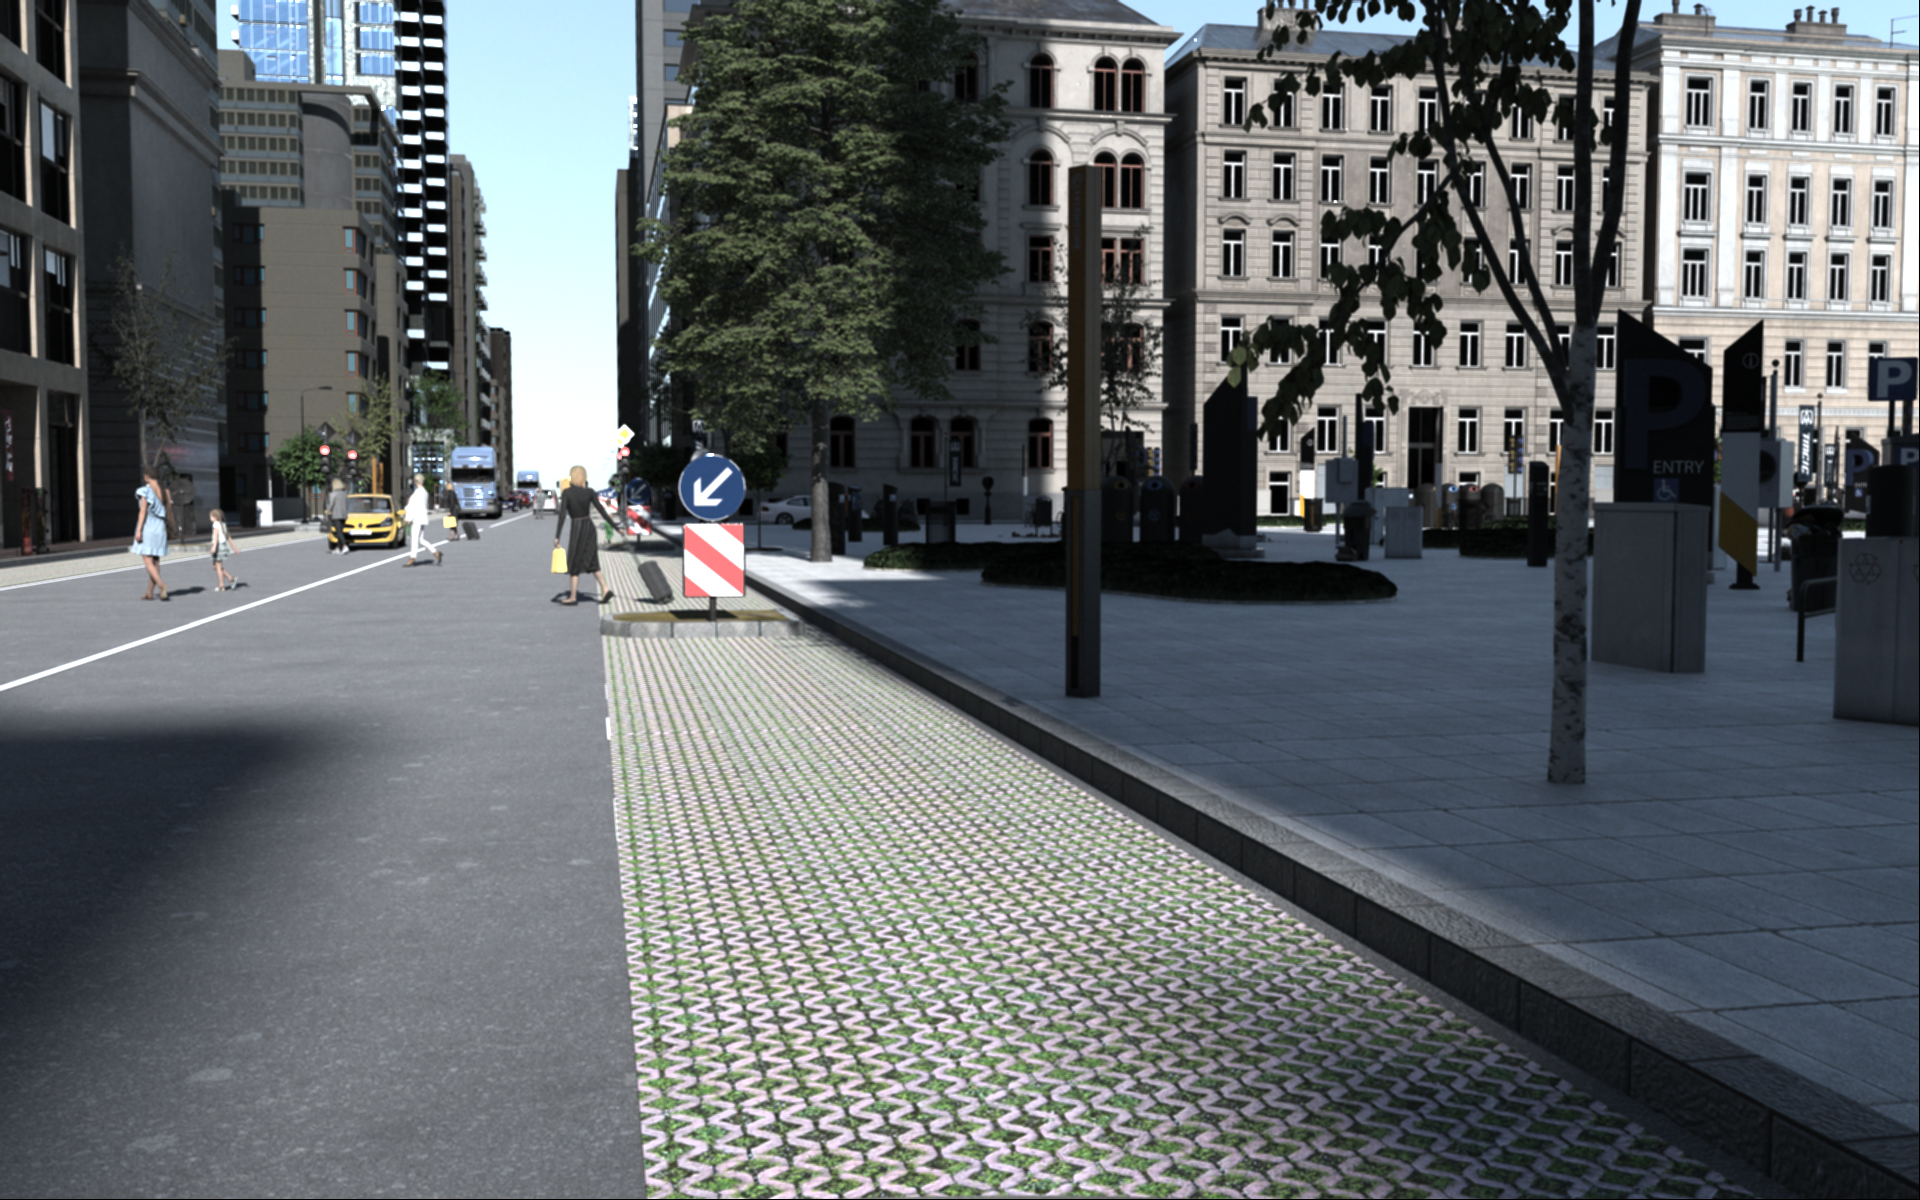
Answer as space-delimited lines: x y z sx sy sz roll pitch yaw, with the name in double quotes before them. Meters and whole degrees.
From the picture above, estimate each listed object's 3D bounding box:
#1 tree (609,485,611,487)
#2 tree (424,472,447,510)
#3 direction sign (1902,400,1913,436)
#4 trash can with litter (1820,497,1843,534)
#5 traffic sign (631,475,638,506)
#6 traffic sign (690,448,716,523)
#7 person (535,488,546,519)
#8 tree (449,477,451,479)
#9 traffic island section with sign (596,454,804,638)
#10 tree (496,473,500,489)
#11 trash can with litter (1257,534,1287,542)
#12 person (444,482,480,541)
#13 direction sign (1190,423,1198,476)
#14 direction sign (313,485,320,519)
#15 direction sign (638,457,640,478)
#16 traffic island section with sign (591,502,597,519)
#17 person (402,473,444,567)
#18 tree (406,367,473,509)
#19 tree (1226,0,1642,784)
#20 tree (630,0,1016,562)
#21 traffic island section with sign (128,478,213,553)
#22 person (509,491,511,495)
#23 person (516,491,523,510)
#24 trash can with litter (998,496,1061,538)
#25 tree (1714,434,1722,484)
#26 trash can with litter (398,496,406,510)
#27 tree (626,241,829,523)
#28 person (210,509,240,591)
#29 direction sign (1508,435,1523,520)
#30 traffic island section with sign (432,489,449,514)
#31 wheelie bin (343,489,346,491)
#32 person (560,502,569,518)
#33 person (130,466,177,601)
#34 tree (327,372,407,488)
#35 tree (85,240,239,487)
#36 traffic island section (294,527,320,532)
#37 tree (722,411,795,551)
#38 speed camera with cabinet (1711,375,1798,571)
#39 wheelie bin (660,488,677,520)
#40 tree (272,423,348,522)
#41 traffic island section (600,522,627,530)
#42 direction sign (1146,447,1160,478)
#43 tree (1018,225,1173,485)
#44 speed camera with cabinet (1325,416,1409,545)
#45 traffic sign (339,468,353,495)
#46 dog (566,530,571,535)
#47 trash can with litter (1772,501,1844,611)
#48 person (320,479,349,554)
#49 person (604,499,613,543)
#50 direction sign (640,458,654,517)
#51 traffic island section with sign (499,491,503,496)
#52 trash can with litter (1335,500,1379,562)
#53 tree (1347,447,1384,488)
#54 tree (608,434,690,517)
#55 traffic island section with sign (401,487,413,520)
"tree" -58.636 -18.233 292.717 1.663 3.219 1.824 0 3 0
"tree" -42.389 -8.776 138.088 1.663 3.219 1.824 0 3 0
"direction sign" 19.374 -2.659 35.475 0.379 3.537 0.876 1 4 19
"trash can with litter" 20.144 -1.736 39.444 1.678 1.210 2.233 -2 4 -33
"traffic sign" -21.742 -7.120 116.510 0.768 2.556 0.104 -1 4 -11
"traffic sign" -7.072 -2.927 47.956 0.768 2.556 0.104 0 4 -4
"person" -24.395 -5.627 100.603 0.635 1.810 0.391 -1 4 -13
"tree" -46.926 -10.190 161.203 1.663 3.219 1.824 0 3 0
"traffic island section with sign" -2.736 -0.577 18.063 1.989 1.847 2.006 -1 4 -12
"tree" -60.835 -14.647 223.196 4.285 4.588 4.351 0 3 0
"trash can with litter" 8.052 -2.384 50.042 2.233 1.210 1.678 -3 5 -41
"person" -15.424 -2.739 53.507 0.699 1.804 1.509 2 4 29
"direction sign" 7.533 -3.909 55.909 0.379 3.537 0.876 0 4 -7
"direction sign" -32.635 -5.855 87.730 0.379 3.537 0.876 2 4 33
"direction sign" -19.532 -6.945 105.553 0.379 3.537 0.876 -1 4 -22
"traffic island section with sign" -8.371 -2.189 44.425 1.989 1.847 2.006 -1 4 -12
"person" -10.632 -1.583 34.256 0.818 1.842 0.514 -1 4 -23
"tree" -44.099 -13.304 143.269 9.928 11.665 9.643 0 3 0
"tree" 2.585 -3.505 7.674 4.737 8.622 4.395 0 3 0
"tree" -2.290 -6.978 32.217 7.486 12.596 7.792 0 3 0
"traffic island section with sign" -19.488 -2.118 43.255 1.989 1.847 2.006 -1 4 -12
"person" -56.567 -12.806 217.846 1.348 1.831 0.705 1 4 11
"person" -40.650 -9.211 159.814 0.721 1.736 1.217 1 4 20
"trash can with litter" 2.214 -2.478 51.576 2.233 1.210 1.678 2 4 33
"tree" 21.772 -3.289 48.382 1.663 3.219 1.824 0 3 0
"trash can with litter" -37.407 -6.468 117.141 0.624 1.170 1.055 2 4 29
"tree" -7.884 -7.690 60.137 7.601 10.594 8.767 -2 4 -27
"person" -10.888 -0.737 25.563 0.382 1.210 0.505 0 4 -5
"direction sign" 21.386 -4.571 66.728 0.876 3.537 0.379 -3 4 -38
"traffic island section with sign" -36.745 -7.055 123.984 1.989 1.847 2.006 -1 4 -12
"wheelie bin" -35.666 -5.611 99.642 0.980 1.594 0.693 1 4 9
"person" -23.663 -5.794 103.900 0.731 1.740 0.598 -3 4 -36
"person" -10.821 -0.901 23.331 0.778 1.811 0.616 3 5 40
"tree" -35.282 -9.381 103.749 4.737 8.622 4.395 0 3 0
"tree" -23.823 -6.170 51.238 4.360 8.622 3.978 0 3 0
"traffic island section" -24.638 -2.760 67.414 2.009 0.180 2.903 -1 4 -12
"tree" -4.596 -2.748 39.535 1.663 3.219 1.824 0 3 0
"speed camera with cabinet" 12.890 -2.131 29.181 0.660 3.252 2.038 -3 5 -41
"wheelie bin" -14.274 -4.700 84.756 0.693 1.594 0.980 -2 4 -30
"tree" -29.761 -5.858 79.484 4.285 4.588 4.351 0 3 0
"traffic island section" -15.116 -3.384 77.601 2.009 0.180 2.903 -1 4 -12
"direction sign" 9.343 -5.620 83.877 0.876 3.537 0.379 -3 4 -38
"tree" 3.659 -5.764 44.602 4.360 8.622 3.978 0 3 0
"speed camera with cabinet" 10.373 -3.045 44.115 2.038 3.252 0.660 -1 4 -9
"traffic sign" -30.217 -5.220 85.453 0.768 2.556 0.104 0 4 -8
"dog" -13.685 -2.712 61.170 0.800 0.831 0.513 -3 5 -45
"trash can with litter" 9.347 -0.474 19.130 0.624 1.170 1.055 1 4 14
"person" -14.883 -1.997 41.339 0.728 1.800 0.709 2 4 33
"person" -9.449 -2.064 46.487 0.306 1.304 0.590 1 4 9
"direction sign" -17.522 -6.488 98.077 0.876 3.537 0.379 0 4 -6
"traffic island section with sign" -52.867 -11.671 199.443 1.989 1.847 2.006 -1 4 -12
"trash can with litter" 7.597 -1.336 33.229 0.624 1.170 1.055 2 4 30
"tree" 13.997 -4.004 60.062 1.663 3.219 1.824 0 3 0
"tree" -16.526 -6.831 95.404 4.285 4.588 4.351 0 3 0
"traffic island section with sign" -31.108 -5.443 97.622 1.989 1.847 2.006 -1 4 -12
